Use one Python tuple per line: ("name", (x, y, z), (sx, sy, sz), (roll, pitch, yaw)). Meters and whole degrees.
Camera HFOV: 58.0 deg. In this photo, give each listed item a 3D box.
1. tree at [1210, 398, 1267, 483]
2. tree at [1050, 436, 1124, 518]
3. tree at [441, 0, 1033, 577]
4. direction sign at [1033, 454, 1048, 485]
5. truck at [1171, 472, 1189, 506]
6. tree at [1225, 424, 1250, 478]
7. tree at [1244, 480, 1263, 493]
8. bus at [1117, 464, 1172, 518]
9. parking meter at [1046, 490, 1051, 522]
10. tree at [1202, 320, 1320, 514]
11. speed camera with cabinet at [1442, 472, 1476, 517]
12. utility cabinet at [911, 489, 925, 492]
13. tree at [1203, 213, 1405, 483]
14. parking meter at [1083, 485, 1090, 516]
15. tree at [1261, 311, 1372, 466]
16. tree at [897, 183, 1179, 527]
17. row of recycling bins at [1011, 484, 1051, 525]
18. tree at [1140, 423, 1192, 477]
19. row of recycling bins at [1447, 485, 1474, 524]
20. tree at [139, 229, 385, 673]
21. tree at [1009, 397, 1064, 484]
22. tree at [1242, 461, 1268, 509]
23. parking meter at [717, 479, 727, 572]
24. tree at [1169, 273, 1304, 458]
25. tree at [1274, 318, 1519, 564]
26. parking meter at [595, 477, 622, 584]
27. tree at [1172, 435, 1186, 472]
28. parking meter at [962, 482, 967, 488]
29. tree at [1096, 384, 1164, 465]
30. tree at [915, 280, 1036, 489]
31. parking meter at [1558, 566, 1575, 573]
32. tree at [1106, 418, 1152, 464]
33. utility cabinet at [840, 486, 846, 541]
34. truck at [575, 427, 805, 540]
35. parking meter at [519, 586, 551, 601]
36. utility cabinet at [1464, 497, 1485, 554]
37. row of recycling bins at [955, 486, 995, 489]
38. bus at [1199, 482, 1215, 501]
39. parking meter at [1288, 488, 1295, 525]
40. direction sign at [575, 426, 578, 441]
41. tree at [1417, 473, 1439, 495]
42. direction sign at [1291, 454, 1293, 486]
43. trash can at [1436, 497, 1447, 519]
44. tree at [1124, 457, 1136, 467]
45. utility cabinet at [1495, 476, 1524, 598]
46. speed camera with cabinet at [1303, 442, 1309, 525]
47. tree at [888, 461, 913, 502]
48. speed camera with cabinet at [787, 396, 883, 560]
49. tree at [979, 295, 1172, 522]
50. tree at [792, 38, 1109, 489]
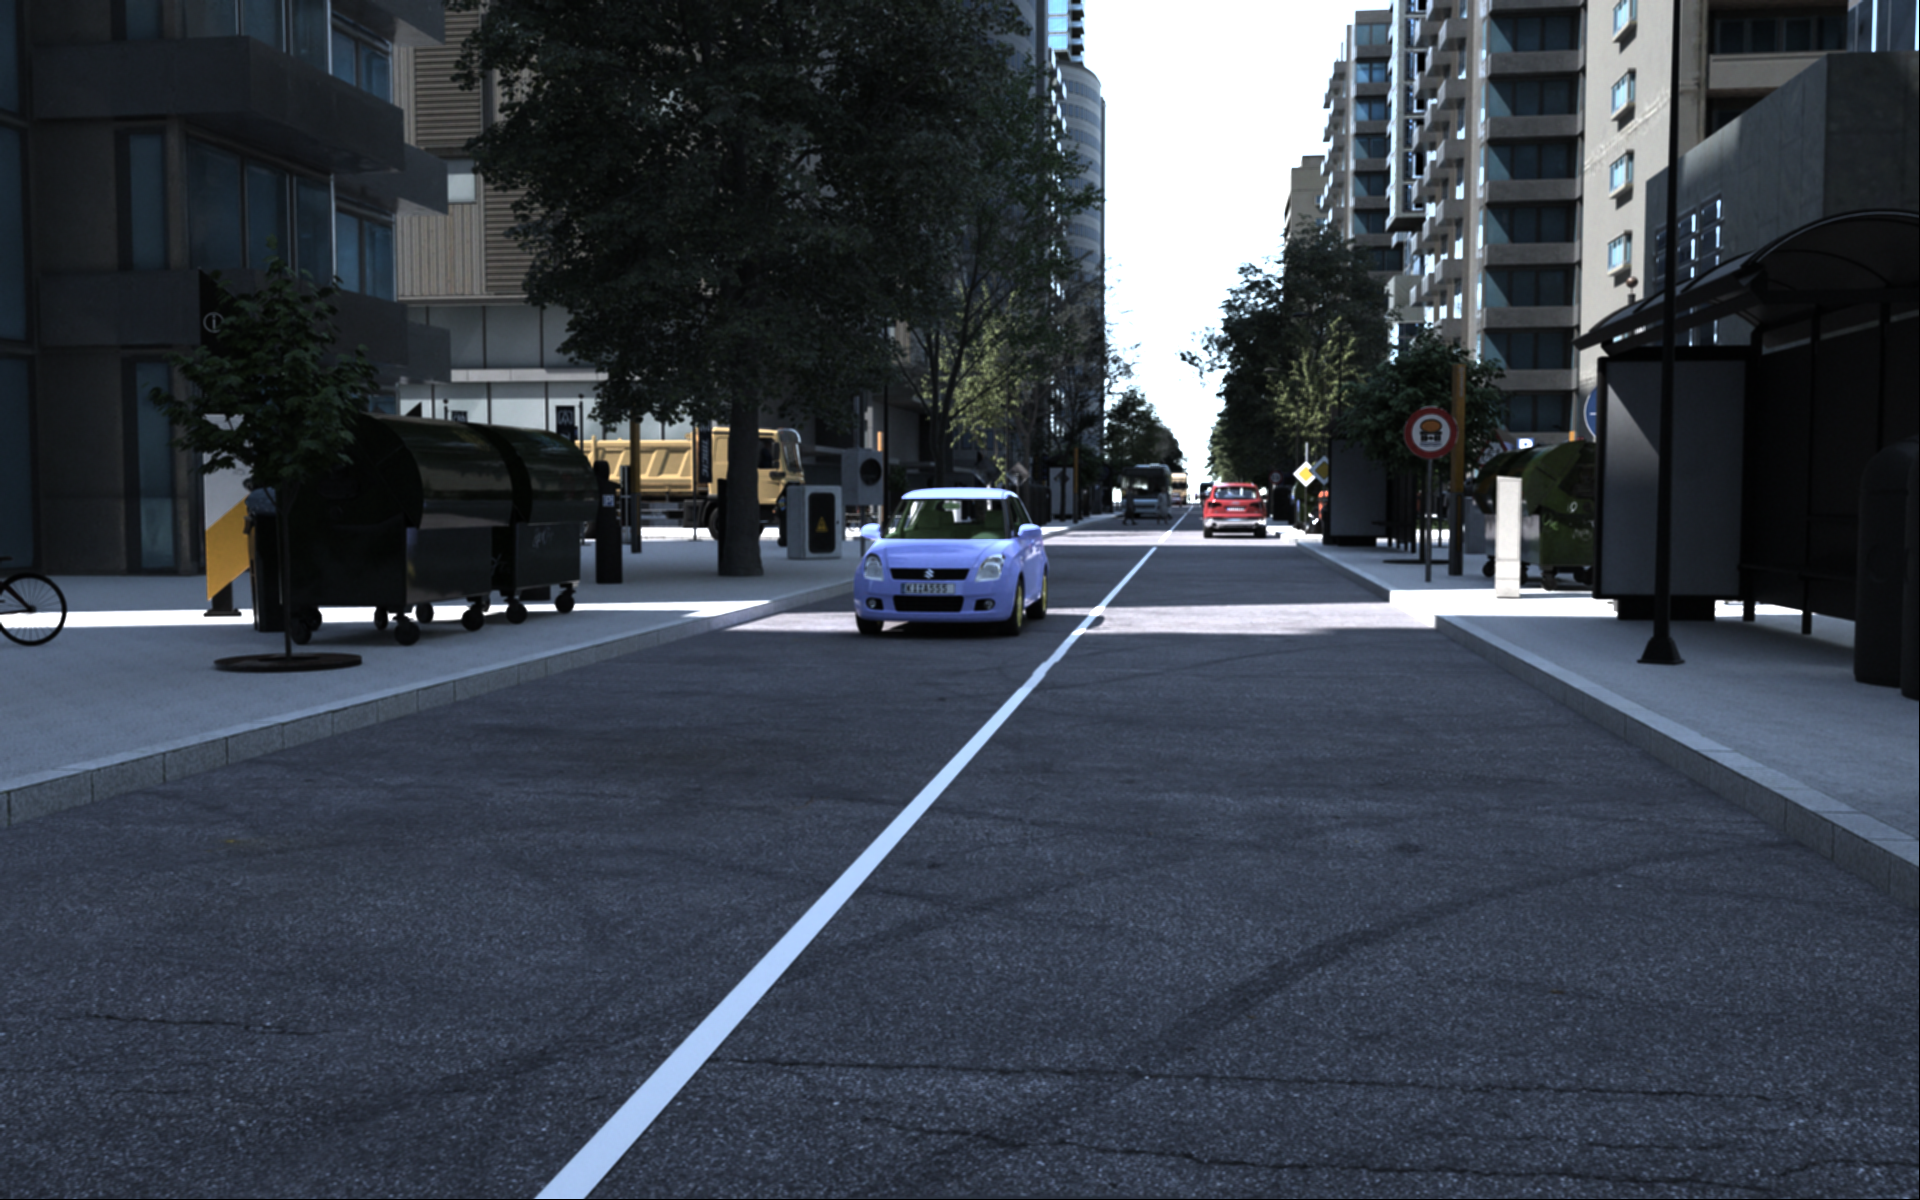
("tree", (29.104, -15.373, 177.101), (9.928, 11.665, 9.643), (0, 3, 0))
("tree", (6.347, -6.807, 95.003), (4.285, 4.588, 4.351), (0, 3, 0))
("tree", (-3.476, -7.357, 26.942), (9.857, 13.997, 8.962), (0, 3, 0))
("direction sign", (4.559, -6.513, 98.489), (0.876, 3.537, 0.379), (0, 4, 7))
("truck", (27.566, -14.082, 219.151), (2.839, 4.237, 11.283), (0, 4, 8))
("tree", (27.602, -13.268, 167.289), (4.360, 8.622, 3.978), (0, 3, 0))
("tree", (23.143, -8.635, 135.782), (1.663, 3.219, 1.824), (0, 3, 0))
("bus", (11.346, -6.721, 104.751), (2.948, 3.499, 13.247), (1, 4, 9))
("parking meter", (3.930, -4.294, 78.625), (0.372, 1.533, 0.369), (0, 3, 0))
("tree", (20.311, -11.810, 111.221), (7.486, 12.596, 7.792), (0, 3, 0))
("speed camera with cabinet", (27.397, -6.168, 95.185), (2.038, 3.252, 0.660), (2, 4, 25))
("utility cabinet", (-1.683, -4.380, 80.296), (1.173, 1.500, 0.318), (0, 4, 7))
("tree", (16.031, -10.637, 80.563), (9.857, 13.997, 8.962), (0, 3, 0))
("parking meter", (7.332, -5.797, 100.489), (0.399, 1.863, 0.255), (2, 4, 29))
("tree", (14.188, -7.259, 69.054), (4.737, 8.622, 4.395), (0, 3, 0))
("tree", (2.607, -9.646, 68.079), (12.009, 13.543, 11.850), (0, 3, 0))
("row of recycling bins", (2.878, -3.911, 71.057), (1.069, 1.692, 3.534), (1, 4, 15))
("tree", (33.349, -22.456, 284.170), (9.611, 12.733, 9.660), (0, 3, 0))
("row of recycling bins", (22.087, -4.159, 75.107), (1.069, 1.692, 3.534), (0, 4, -7))
("tree", (-5.141, -1.113, 12.795), (1.663, 3.219, 1.824), (0, 3, 0))
("tree", (5.281, -10.548, 122.819), (4.360, 8.622, 3.978), (0, 3, 0))
("tree", (21.422, -8.374, 120.622), (4.285, 4.588, 4.351), (0, 3, 0))
("parking meter", (-3.790, -1.225, 28.441), (0.372, 1.533, 0.369), (0, 3, 0))
("tree", (24.150, -18.020, 150.511), (12.611, 20.169, 13.585), (0, 3, 0))
("tree", (8.723, -2.967, 32.221), (4.285, 4.588, 4.351), (0, 3, 0))
("parking meter", (-5.045, -1.006, 24.862), (0.372, 1.533, 0.369), (0, 3, 0))
("tree", (29.075, -19.393, 251.490), (8.767, 10.594, 7.601), (2, 4, 33))
("parking meter", (0.218, -4.926, 86.255), (0.255, 1.863, 0.399), (0, 4, 1))
("tree", (17.615, -15.916, 178.358), (7.486, 12.596, 7.792), (0, 3, 0))
("tree", (0.834, -6.623, 58.652), (4.737, 8.622, 4.395), (0, 3, 0))
("parking meter", (9.898, -1.212, 28.220), (0.372, 1.533, 0.369), (0, 3, 0))
("tree", (16.431, -13.290, 167.649), (4.737, 8.622, 4.395), (0, 3, 0))
("utility cabinet", (-3.710, -2.349, 47.085), (1.173, 1.500, 0.318), (-1, 4, -9))
("truck", (-8.652, -3.372, 51.056), (9.791, 3.379, 3.469), (0, 4, 7))
("parking meter", (-5.145, -0.764, 20.910), (0.372, 1.533, 0.369), (0, 3, 0))
("utility cabinet", (11.349, -1.587, 37.108), (1.020, 1.237, 0.306), (0, 4, 0))
("row of recycling bins", (1.309, -4.957, 88.163), (3.534, 1.692, 1.069), (0, 4, 4))
("bus", (38.446, -16.709, 268.058), (2.948, 3.499, 13.247), (1, 4, 9))
("parking meter", (13.925, -3.915, 72.420), (0.372, 1.533, 0.369), (0, 3, 0))
("direction sign", (-12.996, -4.010, 57.557), (0.379, 3.537, 0.876), (2, 4, 31))
("tree", (18.858, -4.641, 70.483), (1.663, 3.219, 1.824), (0, 3, 0))
("direction sign", (17.524, -6.084, 91.464), (0.379, 3.537, 0.876), (1, 4, 13))
("trash can", (25.292, -4.834, 90.693), (0.748, 1.137, 0.748), (0, 3, 0))
("tree", (12.467, -9.328, 136.223), (4.285, 4.588, 4.351), (0, 3, 0))
("utility cabinet", (6.869, -0.793, 21.644), (0.318, 1.500, 1.173), (1, 4, 18))
("speed camera with cabinet", (13.732, -4.365, 65.697), (0.660, 3.252, 2.038), (-2, 4, -27))
("tree", (-3.152, -5.936, 91.649), (1.663, 3.219, 1.824), (0, 3, 0))
("speed camera with cabinet", (-2.476, -2.456, 34.493), (2.038, 3.252, 0.660), (-3, 5, -42))
("tree", (4.671, -8.930, 80.417), (8.767, 10.594, 7.601), (1, 4, 17))
("tree", (-0.460, -6.999, 40.185), (9.928, 11.665, 9.643), (0, 3, 0))
